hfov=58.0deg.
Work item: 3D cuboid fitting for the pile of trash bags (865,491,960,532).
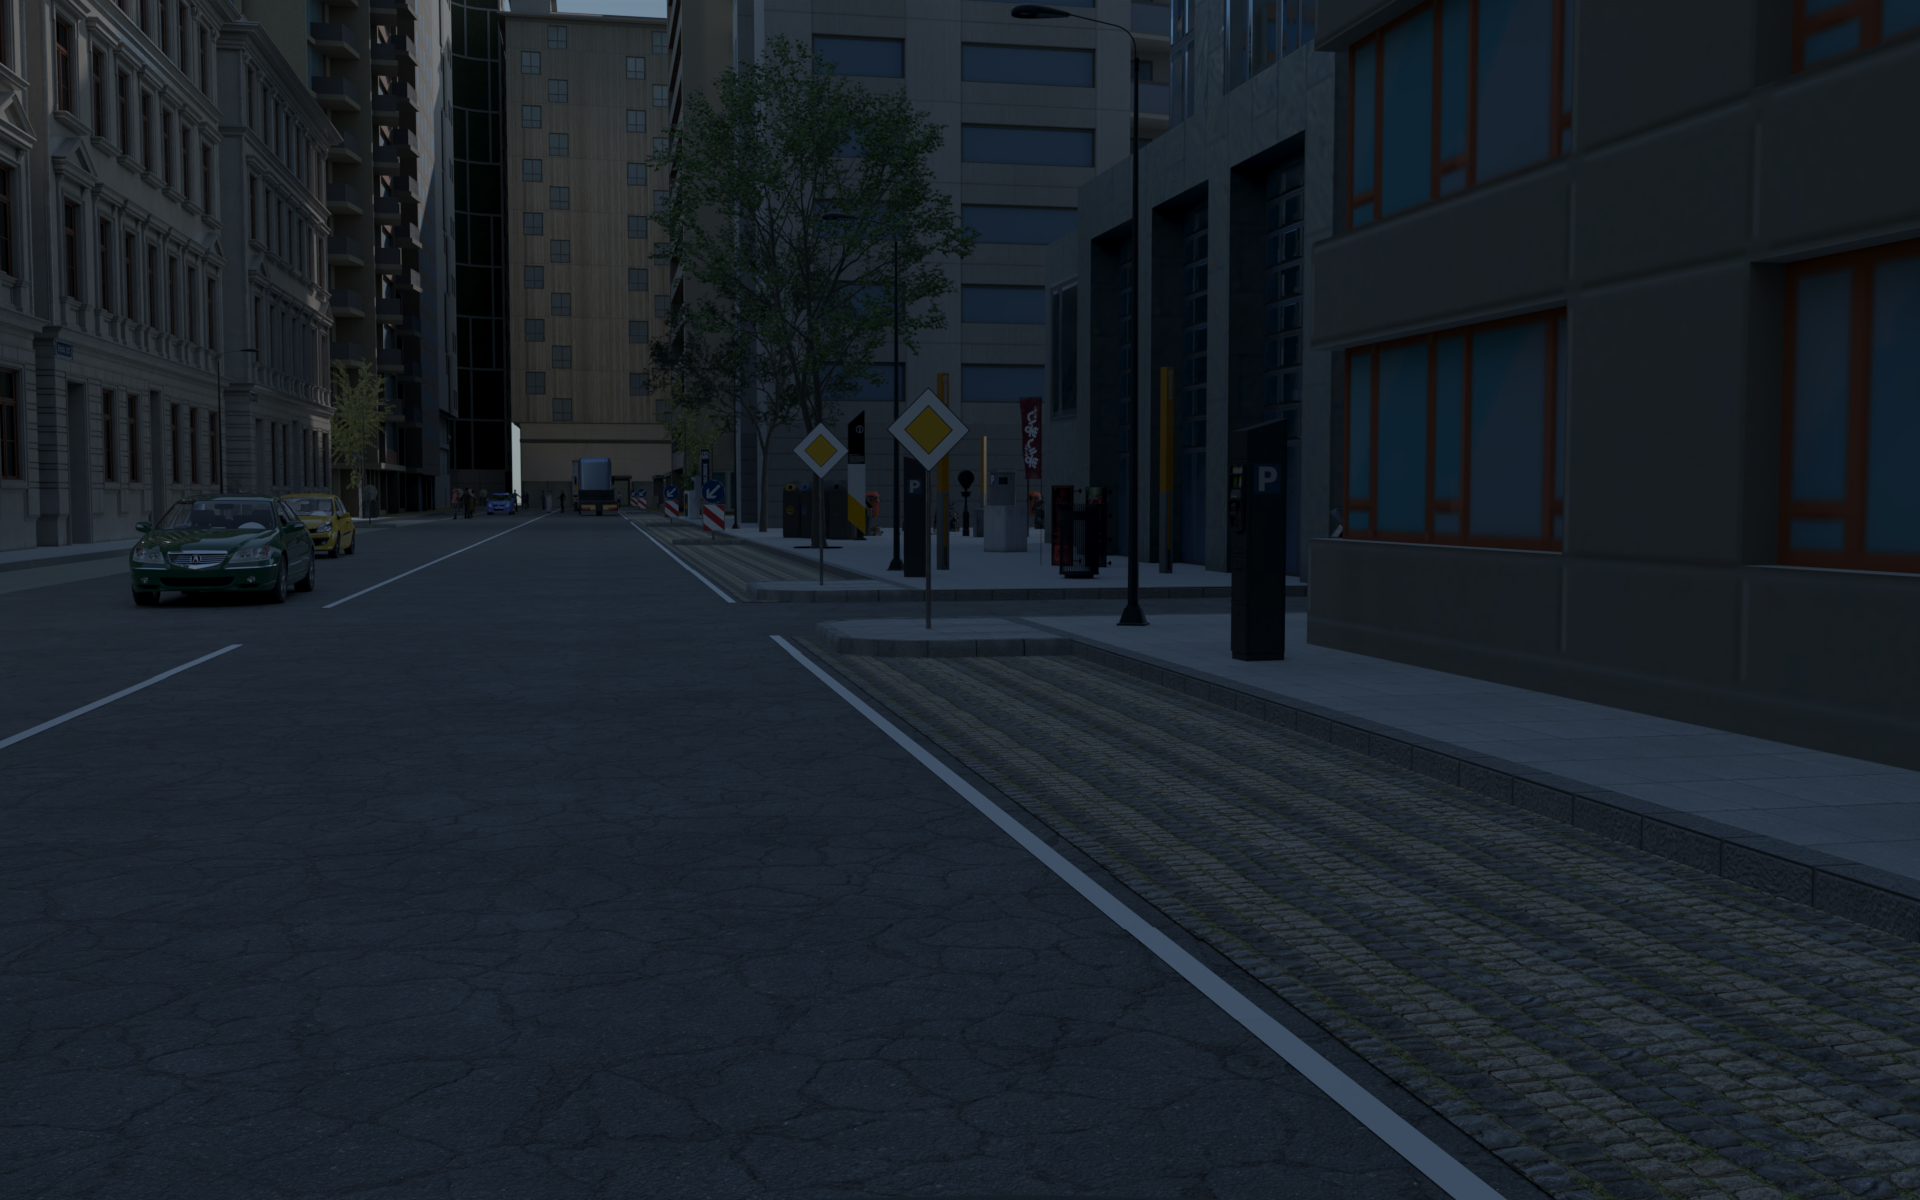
[{"bbox_3d":[-1.663,-3.055,59.704,3.447,1.369,1.912,0,4,6],"label":"pile of trash bags"}]

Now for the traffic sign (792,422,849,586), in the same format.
[{"bbox_3d":[-1.947,-1.260,24.245,0.795,2.450,0.064,-1,4,-12],"label":"traffic sign"}]

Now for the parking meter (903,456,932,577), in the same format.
[{"bbox_3d":[-0.657,-1.286,26.735,0.399,1.863,0.255,1,4,13],"label":"parking meter"}]

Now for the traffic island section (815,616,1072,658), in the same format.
[{"bbox_3d":[-0.282,0.353,16.512,2.009,0.180,2.903,-1,4,-12],"label":"traffic island section"}]

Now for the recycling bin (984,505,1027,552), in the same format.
[{"bbox_3d":[1.012,-1.586,38.486,0.722,1.027,0.722,-3,5,-40],"label":"recycling bin"}]

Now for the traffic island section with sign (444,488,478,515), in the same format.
[{"bbox_3d":[-35.074,-6.895,121.365,1.989,1.847,2.006,-1,4,-12],"label":"traffic island section with sign"}]

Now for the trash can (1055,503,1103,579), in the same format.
[{"bbox_3d":[1.813,-0.898,26.343,0.748,1.137,0.748,0,3,0],"label":"trash can"}]

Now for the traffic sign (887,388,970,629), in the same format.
[{"bbox_3d":[-0.303,-0.782,16.431,0.795,2.450,0.064,-1,4,-12],"label":"traffic sign"}]

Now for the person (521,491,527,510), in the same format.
[{"bbox_3d":[-39.109,-8.934,155.483,0.541,1.710,0.530,0,4,-8],"label":"person"}]

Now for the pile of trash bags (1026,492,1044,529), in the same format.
[{"bbox_3d":[3.461,-3.320,64.034,1.912,1.369,3.447,-2,4,-29],"label":"pile of trash bags"}]

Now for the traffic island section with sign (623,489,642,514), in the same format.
[{"bbox_3d":[-22.927,-7.071,124.233,1.989,1.847,2.006,-1,4,-12],"label":"traffic island section with sign"}]

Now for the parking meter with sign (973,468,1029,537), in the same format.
[{"bbox_3d":[1.263,-3.386,51.622,1.738,3.016,0.543,-1,4,-19],"label":"parking meter with sign"}]

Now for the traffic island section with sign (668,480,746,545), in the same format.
[{"bbox_3d":[-7.175,-2.486,49.278,1.989,1.847,2.006,-1,4,-12],"label":"traffic island section with sign"}]

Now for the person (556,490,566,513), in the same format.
[{"bbox_3d":[-30.526,-7.557,132.584,0.721,1.766,1.217,1,4,19],"label":"person"}]

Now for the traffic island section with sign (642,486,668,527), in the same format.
[{"bbox_3d":[-12.857,-4.141,76.327,1.989,1.847,2.006,-1,4,-12],"label":"traffic island section with sign"}]

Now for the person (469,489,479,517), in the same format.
[{"bbox_3d":[-30.052,-5.955,106.597,0.721,1.736,1.217,1,4,22],"label":"person"}]

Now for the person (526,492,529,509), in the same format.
[{"bbox_3d":[-42.812,-9.867,171.293,0.415,1.643,0.593,-1,4,-17],"label":"person"}]

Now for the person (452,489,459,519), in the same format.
[{"bbox_3d":[-28.773,-5.451,98.348,0.721,1.743,1.217,-1,4,-14],"label":"person"}]

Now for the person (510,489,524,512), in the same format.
[{"bbox_3d":[-35.879,-8.026,139.718,1.348,1.826,0.705,-2,4,-35],"label":"person"}]

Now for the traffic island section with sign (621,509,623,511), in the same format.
[{"bbox_3d":[-28.478,-8.684,150.613,1.989,1.847,2.006,-1,4,-12],"label":"traffic island section with sign"}]

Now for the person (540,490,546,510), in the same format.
[{"bbox_3d":[-38.600,-9.282,160.347,0.705,1.814,1.350,-2,4,-34],"label":"person"}]

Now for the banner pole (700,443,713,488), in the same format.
[{"bbox_3d":[-12.374,-5.815,85.100,0.863,3.779,0.401,2,4,24],"label":"banner pole"}]

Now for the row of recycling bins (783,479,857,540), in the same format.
[{"bbox_3d":[-3.990,-2.618,49.920,1.069,1.692,3.534,-2,4,-35],"label":"row of recycling bins"}]

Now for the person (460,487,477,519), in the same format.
[{"bbox_3d":[-28.666,-5.645,100.825,1.348,1.821,0.705,2,4,29],"label":"person"}]

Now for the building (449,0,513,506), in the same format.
[{"bbox_3d":[-58.863,-45.564,183.222,20.611,71.187,20.563,-1,4,-12],"label":"building"}]

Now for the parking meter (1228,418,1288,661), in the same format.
[{"bbox_3d":[2.295,-0.468,13.369,0.399,1.863,0.255,-1,4,-17],"label":"parking meter"}]

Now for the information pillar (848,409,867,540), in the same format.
[{"bbox_3d":[-2.846,-3.456,47.858,0.504,3.616,0.183,-1,4,-15],"label":"information pillar"}]

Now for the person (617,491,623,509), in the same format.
[{"bbox_3d":[-32.014,-9.358,162.433,0.756,1.711,0.436,3,5,43],"label":"person"}]

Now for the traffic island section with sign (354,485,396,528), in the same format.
[{"bbox_3d":[-24.969,-3.955,73.299,1.989,1.847,2.006,-1,4,-12],"label":"traffic island section with sign"}]

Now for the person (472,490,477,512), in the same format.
[{"bbox_3d":[-36.593,-7.418,130.486,0.721,1.736,1.217,-3,4,-36],"label":"person"}]

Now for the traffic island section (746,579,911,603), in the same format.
[{"bbox_3d":[-1.925,-0.125,24.327,2.009,0.180,2.903,-1,4,-12],"label":"traffic island section"}]

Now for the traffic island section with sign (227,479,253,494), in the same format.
[{"bbox_3d":[-19.306,-2.309,46.382,1.989,1.847,2.006,-1,4,-12],"label":"traffic island section with sign"}]

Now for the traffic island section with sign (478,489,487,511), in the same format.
[{"bbox_3d":[-40.660,-8.522,147.956,1.989,1.847,2.006,-1,4,-12],"label":"traffic island section with sign"}]

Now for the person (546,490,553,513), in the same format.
[{"bbox_3d":[-30.643,-7.348,129.311,0.551,1.740,0.621,0,4,-2],"label":"person"}]

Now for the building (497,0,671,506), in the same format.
[{"bbox_3d":[-36.144,-36.904,192.618,27.495,52.752,28.713,-1,4,-12],"label":"building"}]

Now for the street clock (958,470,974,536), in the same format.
[{"bbox_3d":[0.181,-2.942,52.676,0.471,2.002,0.358,-1,4,-13],"label":"street clock"}]
